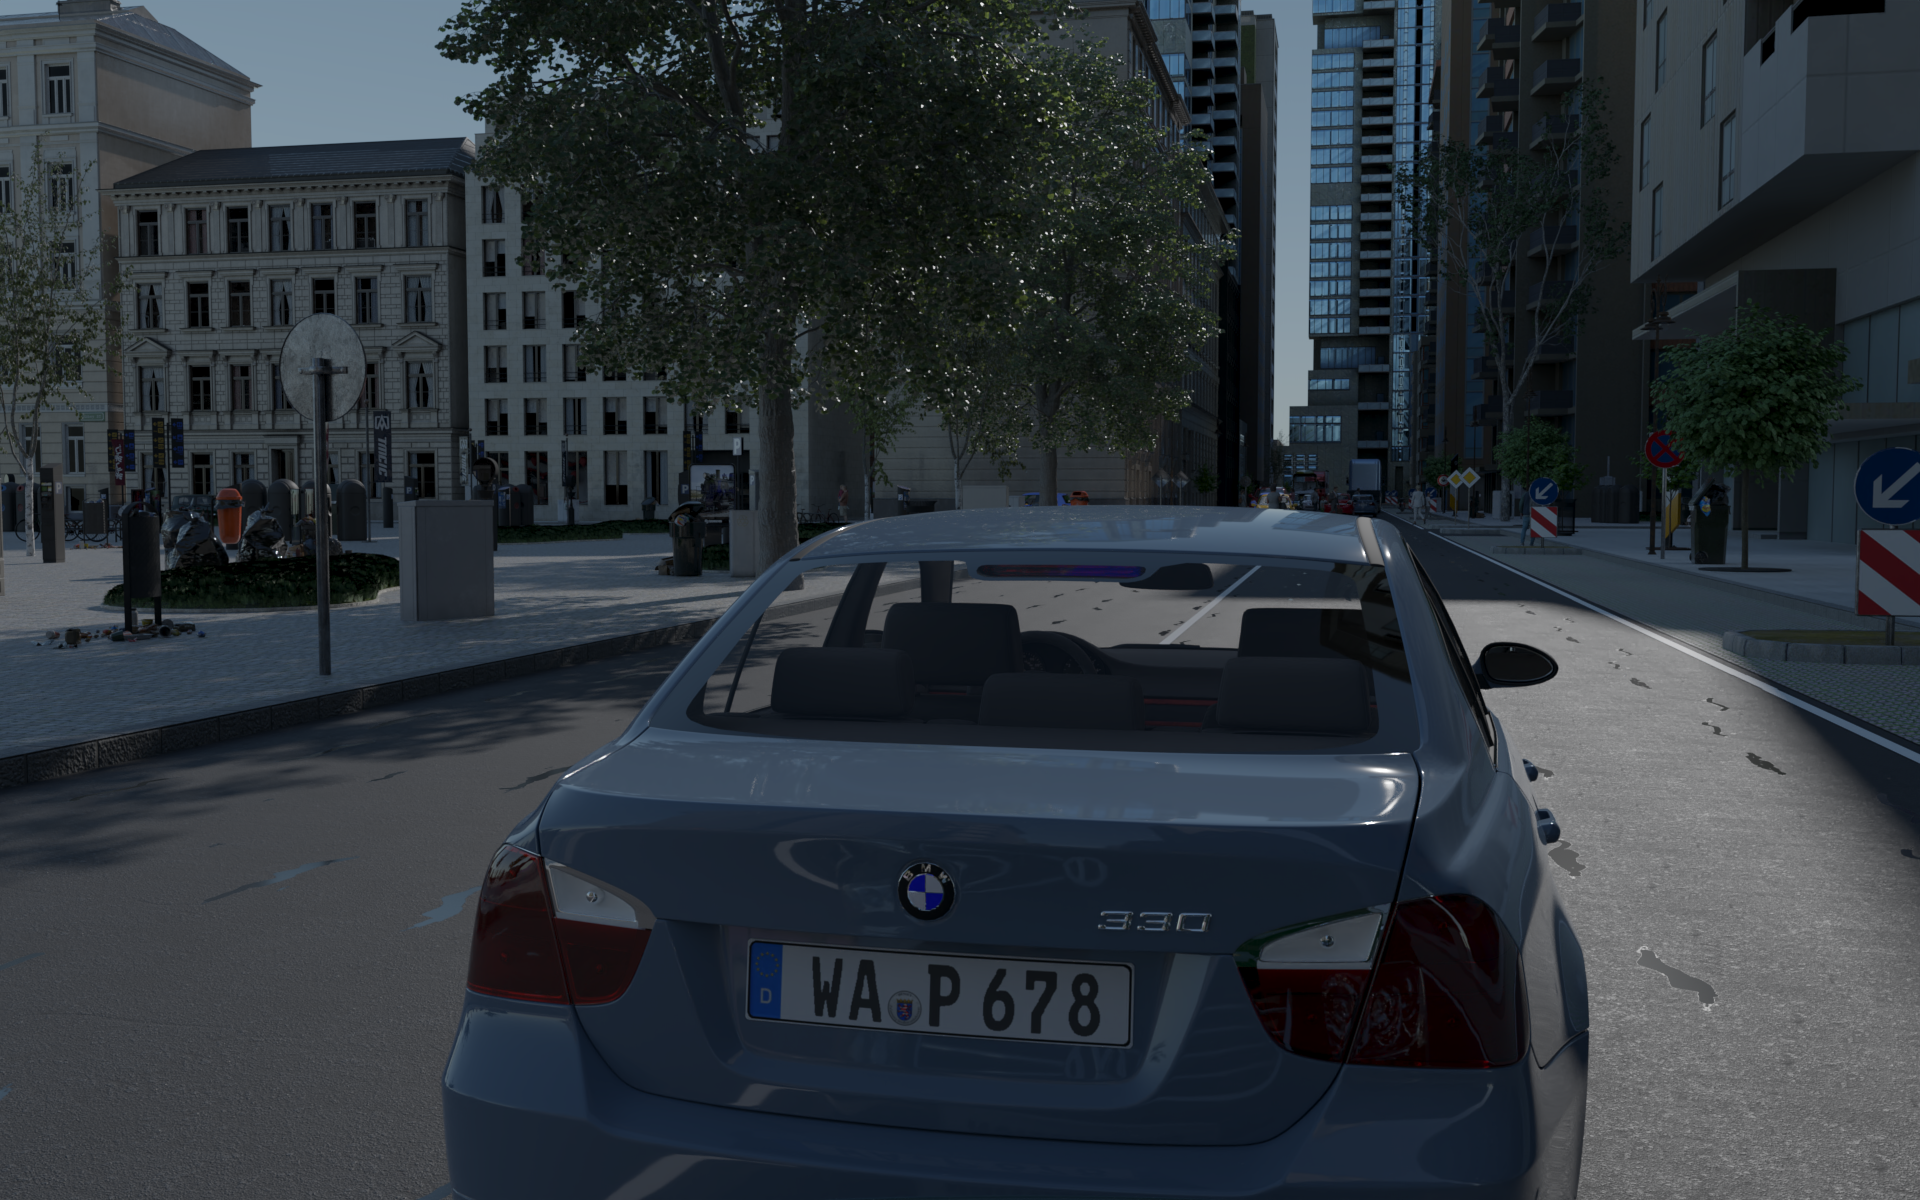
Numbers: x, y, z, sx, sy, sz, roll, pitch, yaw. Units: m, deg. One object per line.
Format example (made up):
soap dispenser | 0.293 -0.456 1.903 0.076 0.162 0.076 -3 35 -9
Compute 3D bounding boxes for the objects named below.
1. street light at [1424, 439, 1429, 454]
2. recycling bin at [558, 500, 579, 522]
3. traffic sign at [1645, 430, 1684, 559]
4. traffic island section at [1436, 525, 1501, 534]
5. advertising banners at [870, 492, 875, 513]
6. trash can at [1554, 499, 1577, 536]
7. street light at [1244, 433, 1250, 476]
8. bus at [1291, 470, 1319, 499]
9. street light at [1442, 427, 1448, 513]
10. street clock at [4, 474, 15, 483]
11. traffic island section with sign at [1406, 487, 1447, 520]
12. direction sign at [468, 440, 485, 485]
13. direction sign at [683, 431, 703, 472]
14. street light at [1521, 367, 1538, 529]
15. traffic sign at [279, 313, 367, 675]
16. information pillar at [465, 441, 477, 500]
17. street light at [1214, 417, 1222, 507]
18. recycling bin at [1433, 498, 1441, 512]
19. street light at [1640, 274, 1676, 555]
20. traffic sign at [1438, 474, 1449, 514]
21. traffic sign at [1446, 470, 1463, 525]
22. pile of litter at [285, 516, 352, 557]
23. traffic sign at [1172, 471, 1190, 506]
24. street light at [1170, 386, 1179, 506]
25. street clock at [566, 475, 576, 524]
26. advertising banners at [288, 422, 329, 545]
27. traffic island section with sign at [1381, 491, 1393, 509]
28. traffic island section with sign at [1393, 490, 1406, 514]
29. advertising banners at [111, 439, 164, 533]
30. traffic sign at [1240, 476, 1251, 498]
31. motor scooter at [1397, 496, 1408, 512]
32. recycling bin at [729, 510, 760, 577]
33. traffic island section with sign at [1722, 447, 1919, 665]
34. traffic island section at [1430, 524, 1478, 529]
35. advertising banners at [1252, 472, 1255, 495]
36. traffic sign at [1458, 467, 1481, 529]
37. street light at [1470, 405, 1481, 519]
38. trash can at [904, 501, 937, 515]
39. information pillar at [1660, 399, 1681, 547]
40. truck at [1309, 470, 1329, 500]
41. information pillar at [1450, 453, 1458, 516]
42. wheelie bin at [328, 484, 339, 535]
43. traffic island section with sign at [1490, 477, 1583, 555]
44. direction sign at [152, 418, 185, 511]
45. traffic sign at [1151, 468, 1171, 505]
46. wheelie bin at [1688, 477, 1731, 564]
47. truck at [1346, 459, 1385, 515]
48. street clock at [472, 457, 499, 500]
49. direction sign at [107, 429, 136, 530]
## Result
street light | 38.814 -10.473 144.023 0.468 5.910 1.993 1 4 13
recycling bin | -17.999 -4.102 79.626 0.722 1.027 0.722 2 4 25
traffic sign | 13.868 -2.079 34.105 0.768 2.556 0.104 1 4 14
traffic island section | 18.789 -2.546 63.912 2.009 0.180 2.903 1 4 13
advertising banners | -5.092 -7.264 114.954 2.074 3.025 0.090 -2 4 -33
trash can | 18.476 -2.524 52.917 0.748 1.137 0.748 0 3 0
street light | 21.226 -9.531 128.625 0.468 5.910 1.993 1 4 13
bus | 36.608 -11.769 183.962 2.896 3.916 12.252 1 4 11
street light | 32.709 -8.807 116.789 0.468 5.910 1.993 1 4 13
street clock | -34.073 -3.521 62.130 0.471 2.002 0.358 3 5 42
traffic island section with sign | 26.128 -5.383 96.646 1.989 1.847 2.006 1 4 13
direction sign | -20.272 -4.935 72.690 0.876 3.537 0.379 2 4 29
direction sign | -9.592 -4.299 62.283 0.379 3.537 0.876 3 5 43
street light | 20.674 -5.518 63.007 0.468 5.910 1.993 1 4 13
traffic sign | -4.509 -0.741 12.223 0.768 2.556 0.104 1 4 21
information pillar | -20.290 -4.920 71.796 0.504 3.616 0.183 -1 4 -11
street light | 15.110 -7.876 101.561 0.468 5.910 1.993 1 4 13
recycling bin | 33.674 -6.738 122.715 0.722 1.027 0.722 1 4 8
street light | 14.666 -3.898 36.523 0.468 5.910 1.993 1 4 13
traffic sign | 31.377 -6.869 112.417 0.768 2.556 0.104 1 4 14
traffic sign | 20.507 -4.158 71.633 0.795 2.450 0.064 1 4 13
pile of litter | -12.718 -1.228 34.038 1.719 0.858 1.176 0 4 5
traffic sign | 9.440 -4.311 74.120 0.795 2.450 0.064 1 4 13
street light | 9.099 -6.213 74.374 0.468 5.910 1.993 1 4 13
street clock | -14.765 -3.744 65.790 0.358 2.002 0.471 1 4 11
advertising banners | -15.867 -2.816 42.232 2.074 3.025 0.090 3 5 43
traffic island section with sign | 48.747 -11.568 197.769 1.989 1.847 2.006 1 4 13
traffic island section with sign | 32.015 -6.992 122.952 1.989 1.847 2.006 1 4 13
advertising banners | -26.377 -3.631 55.559 0.090 3.025 2.074 1 4 20
traffic sign | 20.286 -7.522 123.084 0.768 2.556 0.104 1 4 17
motor scooter | 33.391 -7.214 130.729 0.815 1.314 1.986 1 4 14
recycling bin | -3.226 -0.884 27.013 0.722 1.027 0.722 -1 4 -9
traffic island section with sign | 7.939 -0.412 15.357 1.989 1.847 2.006 1 4 13
traffic island section | 20.532 -3.023 71.705 2.009 0.180 2.903 1 4 13
advertising banners | 22.987 -8.508 135.291 0.090 3.025 2.074 0 4 3
traffic sign | 18.764 -3.682 63.840 0.795 2.450 0.064 1 4 13
street light | 26.816 -7.186 90.279 0.468 5.910 1.993 1 4 13
trash can | -0.855 -1.583 37.540 0.748 1.137 0.748 0 3 0
information pillar | 16.842 -3.032 40.920 0.183 3.616 0.504 -1 4 -18
truck | 41.508 -13.012 201.658 2.839 4.237 11.283 1 4 14
information pillar | 28.290 -6.592 99.136 0.504 3.616 0.183 -2 4 -25
wheelie bin | -19.727 -2.858 54.636 0.980 1.594 0.693 1 4 10
traffic island section with sign | 13.839 -2.020 41.661 1.989 1.847 2.006 1 4 13
direction sign | -23.538 -3.642 51.546 0.876 3.537 0.379 -3 5 -39
traffic sign | 7.697 -3.834 66.327 0.795 2.450 0.064 1 4 13
wheelie bin | 13.766 -1.461 31.793 0.693 1.594 0.980 1 4 14
truck | 29.803 -8.463 128.122 2.967 4.110 18.799 1 4 14
street clock | -9.394 -1.820 34.327 0.471 2.002 0.358 0 4 1
direction sign | -29.332 -4.198 60.641 0.876 3.537 0.379 -1 4 -16
